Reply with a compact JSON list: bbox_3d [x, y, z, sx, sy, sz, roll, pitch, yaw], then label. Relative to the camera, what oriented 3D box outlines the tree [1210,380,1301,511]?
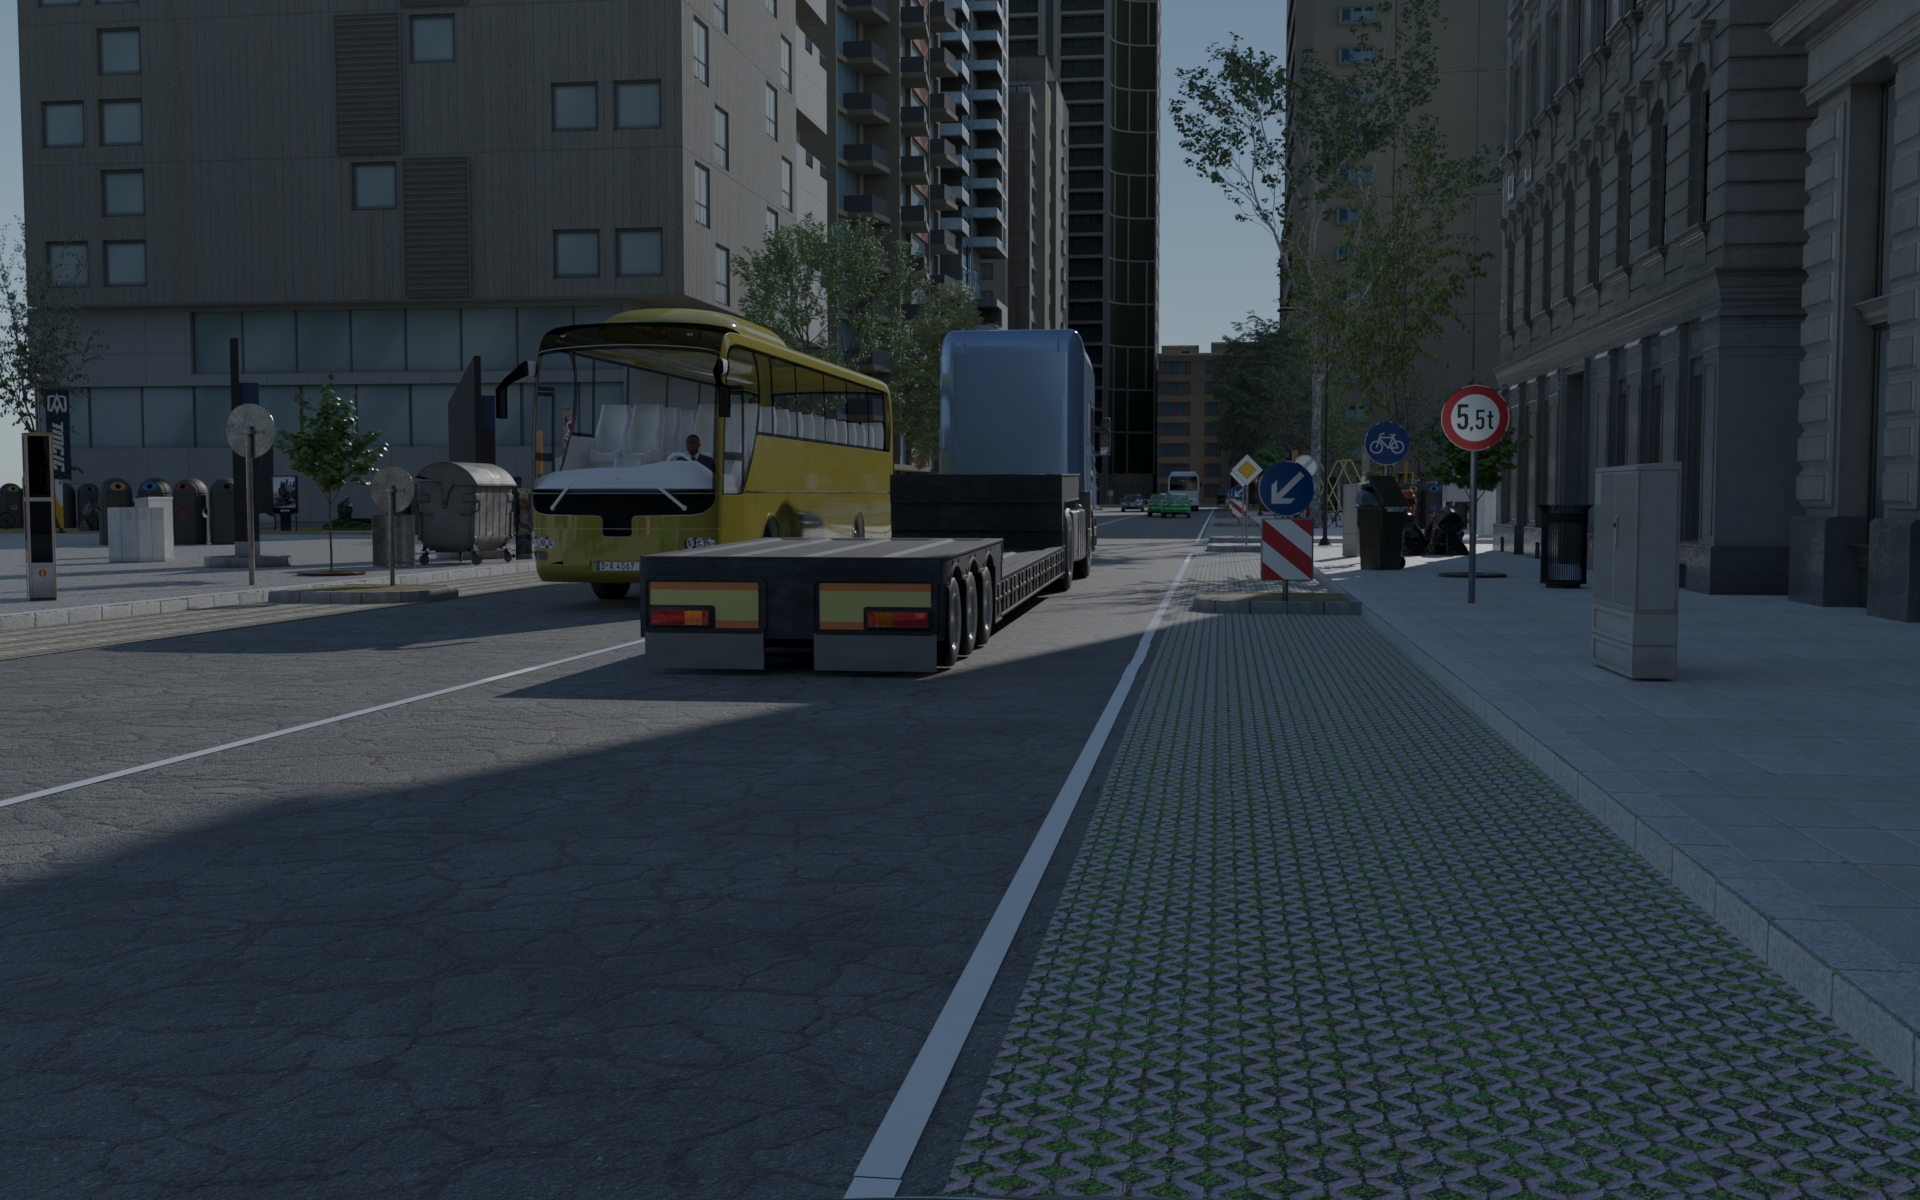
[{"bbox_3d":[22.801,-11.980,130.291,8.767,10.594,7.601,1,4,18],"label":"tree"}]

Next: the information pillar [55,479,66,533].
[{"bbox_3d":[-29.530,-3.999,56.740,0.183,3.616,0.504,-3,5,-44],"label":"information pillar"}]

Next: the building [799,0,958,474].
[{"bbox_3d":[-12.178,-28.044,113.136,22.147,44.769,28.867,1,4,9],"label":"building"}]

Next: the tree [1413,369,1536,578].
[{"bbox_3d":[7.965,-1.978,26.944,1.663,3.219,1.824,0,3,0],"label":"tree"}]

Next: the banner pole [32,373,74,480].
[{"bbox_3d":[-18.980,-2.822,36.155,0.863,3.779,0.401,-3,5,-41],"label":"banner pole"}]

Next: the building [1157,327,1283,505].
[{"bbox_3d":[40.602,-23.193,224.241,28.899,21.520,27.650,1,4,9],"label":"building"}]

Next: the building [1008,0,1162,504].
[{"bbox_3d":[15.073,-47.991,222.901,20.611,71.187,20.563,1,4,9],"label":"building"}]

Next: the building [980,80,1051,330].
[{"bbox_3d":[1.035,-29.583,167.281,14.154,41.232,14.086,1,4,9],"label":"building"}]

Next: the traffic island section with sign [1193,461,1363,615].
[{"bbox_3d":[3.905,-0.784,21.441,1.989,1.847,2.006,1,4,9],"label":"traffic island section with sign"}]

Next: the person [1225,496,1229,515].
[{"bbox_3d":[17.418,-6.123,112.862,0.306,1.304,0.590,2,4,25],"label":"person"}]

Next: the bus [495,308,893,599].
[{"bbox_3d":[-3.339,-2.151,26.717,2.896,3.916,12.252,0,4,8],"label":"bus"}]

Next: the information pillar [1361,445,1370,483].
[{"bbox_3d":[19.224,-5.557,82.210,0.504,3.616,0.183,-2,4,-28],"label":"information pillar"}]

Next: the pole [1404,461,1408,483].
[{"bbox_3d":[27.321,-6.873,106.217,0.158,3.312,0.155,0,3,0],"label":"pole"}]

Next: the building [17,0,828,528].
[{"bbox_3d":[-21.524,-29.880,77.776,28.713,52.752,27.495,1,4,9],"label":"building"}]

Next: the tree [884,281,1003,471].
[{"bbox_3d":[-0.699,-10.678,92.715,7.486,12.596,7.792,0,3,0],"label":"tree"}]

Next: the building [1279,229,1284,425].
[{"bbox_3d":[41.846,-25.519,188.941,14.160,30.474,14.107,1,4,9],"label":"building"}]

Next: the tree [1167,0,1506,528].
[{"bbox_3d":[14.417,-12.684,63.278,12.611,20.169,13.585,0,3,0],"label":"tree"}]

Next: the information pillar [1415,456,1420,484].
[{"bbox_3d":[26.503,-6.666,100.343,0.183,3.616,0.504,-1,4,-10],"label":"information pillar"}]

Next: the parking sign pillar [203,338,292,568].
[{"bbox_3d":[-12.656,-2.581,30.664,1.447,3.967,1.447,-1,4,-22],"label":"parking sign pillar"}]

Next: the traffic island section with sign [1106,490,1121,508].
[{"bbox_3d":[15.759,-10.526,180.721,1.989,1.847,2.006,1,4,9],"label":"traffic island section with sign"}]

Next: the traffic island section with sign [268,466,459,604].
[{"bbox_3d":[-7.944,-0.908,23.471,1.989,1.847,2.006,1,4,9],"label":"traffic island section with sign"}]

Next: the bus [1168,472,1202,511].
[{"bbox_3d":[19.229,-9.396,148.492,2.948,3.499,13.247,0,4,8],"label":"bus"}]

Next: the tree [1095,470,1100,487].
[{"bbox_3d":[13.466,-12.467,187.553,4.285,4.588,4.351,0,3,0],"label":"tree"}]

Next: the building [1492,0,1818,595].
[{"bbox_3d":[15.500,-11.032,29.518,9.793,20.994,18.267,1,4,9],"label":"building"}]

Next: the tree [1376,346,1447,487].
[{"bbox_3d":[22.385,-8.243,85.133,4.360,8.622,3.978,0,3,0],"label":"tree"}]

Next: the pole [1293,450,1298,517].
[{"bbox_3d":[15.450,-5.259,79.829,0.158,3.312,0.155,0,3,0],"label":"pole"}]

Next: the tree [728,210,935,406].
[{"bbox_3d":[-4.999,-8.360,62.435,9.928,11.665,9.643,0,3,0],"label":"tree"}]

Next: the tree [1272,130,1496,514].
[{"bbox_3d":[8.458,-5.144,34.466,4.737,8.622,4.395,0,3,0],"label":"tree"}]

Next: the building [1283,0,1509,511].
[{"bbox_3d":[37.701,-31.678,141.645,21.300,48.544,21.600,1,4,9],"label":"building"}]

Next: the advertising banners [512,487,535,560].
[{"bbox_3d":[-8.244,-2.345,34.535,0.090,3.025,2.074,2,4,25],"label":"advertising banners"}]

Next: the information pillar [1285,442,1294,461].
[{"bbox_3d":[14.846,-5.311,78.196,0.183,3.616,0.504,-2,4,-30],"label":"information pillar"}]

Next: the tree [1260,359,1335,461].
[{"bbox_3d":[18.320,-8.877,95.495,4.360,8.622,3.978,0,3,0],"label":"tree"}]

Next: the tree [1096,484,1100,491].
[{"bbox_3d":[13.705,-11.517,182.905,1.663,3.219,1.824,0,3,0],"label":"tree"}]

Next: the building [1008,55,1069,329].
[{"bbox_3d":[0.476,-34.667,190.503,21.600,48.544,21.300,1,4,9],"label":"building"}]

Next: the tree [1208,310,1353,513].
[{"bbox_3d":[21.910,-13.044,119.917,9.857,13.997,8.962,0,3,0],"label":"tree"}]

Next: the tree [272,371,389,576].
[{"bbox_3d":[-9.830,-2.004,27.369,1.663,3.219,1.824,0,3,0],"label":"tree"}]

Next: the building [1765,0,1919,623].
[{"bbox_3d":[13.334,-11.097,10.318,11.050,23.489,19.941,1,4,9],"label":"building"}]

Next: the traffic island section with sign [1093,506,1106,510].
[{"bbox_3d":[11.742,-8.895,154.065,1.989,1.847,2.006,1,4,9],"label":"traffic island section with sign"}]

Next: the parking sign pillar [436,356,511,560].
[{"bbox_3d":[-9.699,-2.810,34.412,1.447,3.967,1.447,-3,5,-39],"label":"parking sign pillar"}]

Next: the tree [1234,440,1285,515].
[{"bbox_3d":[19.113,-7.444,105.423,4.285,4.588,4.351,0,3,0],"label":"tree"}]

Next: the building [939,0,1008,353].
[{"bbox_3d":[-6.609,-50.864,144.292,22.319,86.520,31.000,1,4,9],"label":"building"}]

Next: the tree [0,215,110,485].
[{"bbox_3d":[-24.201,-5.799,45.170,4.360,8.622,3.978,0,3,0],"label":"tree"}]

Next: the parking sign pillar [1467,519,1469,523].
[{"bbox_3d":[22.987,-5.354,76.004,1.447,3.967,1.447,-2,4,-30],"label":"parking sign pillar"}]

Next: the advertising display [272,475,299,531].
[{"bbox_3d":[-23.430,-3.360,60.143,0.974,1.923,0.123,1,4,15],"label":"advertising display"}]
